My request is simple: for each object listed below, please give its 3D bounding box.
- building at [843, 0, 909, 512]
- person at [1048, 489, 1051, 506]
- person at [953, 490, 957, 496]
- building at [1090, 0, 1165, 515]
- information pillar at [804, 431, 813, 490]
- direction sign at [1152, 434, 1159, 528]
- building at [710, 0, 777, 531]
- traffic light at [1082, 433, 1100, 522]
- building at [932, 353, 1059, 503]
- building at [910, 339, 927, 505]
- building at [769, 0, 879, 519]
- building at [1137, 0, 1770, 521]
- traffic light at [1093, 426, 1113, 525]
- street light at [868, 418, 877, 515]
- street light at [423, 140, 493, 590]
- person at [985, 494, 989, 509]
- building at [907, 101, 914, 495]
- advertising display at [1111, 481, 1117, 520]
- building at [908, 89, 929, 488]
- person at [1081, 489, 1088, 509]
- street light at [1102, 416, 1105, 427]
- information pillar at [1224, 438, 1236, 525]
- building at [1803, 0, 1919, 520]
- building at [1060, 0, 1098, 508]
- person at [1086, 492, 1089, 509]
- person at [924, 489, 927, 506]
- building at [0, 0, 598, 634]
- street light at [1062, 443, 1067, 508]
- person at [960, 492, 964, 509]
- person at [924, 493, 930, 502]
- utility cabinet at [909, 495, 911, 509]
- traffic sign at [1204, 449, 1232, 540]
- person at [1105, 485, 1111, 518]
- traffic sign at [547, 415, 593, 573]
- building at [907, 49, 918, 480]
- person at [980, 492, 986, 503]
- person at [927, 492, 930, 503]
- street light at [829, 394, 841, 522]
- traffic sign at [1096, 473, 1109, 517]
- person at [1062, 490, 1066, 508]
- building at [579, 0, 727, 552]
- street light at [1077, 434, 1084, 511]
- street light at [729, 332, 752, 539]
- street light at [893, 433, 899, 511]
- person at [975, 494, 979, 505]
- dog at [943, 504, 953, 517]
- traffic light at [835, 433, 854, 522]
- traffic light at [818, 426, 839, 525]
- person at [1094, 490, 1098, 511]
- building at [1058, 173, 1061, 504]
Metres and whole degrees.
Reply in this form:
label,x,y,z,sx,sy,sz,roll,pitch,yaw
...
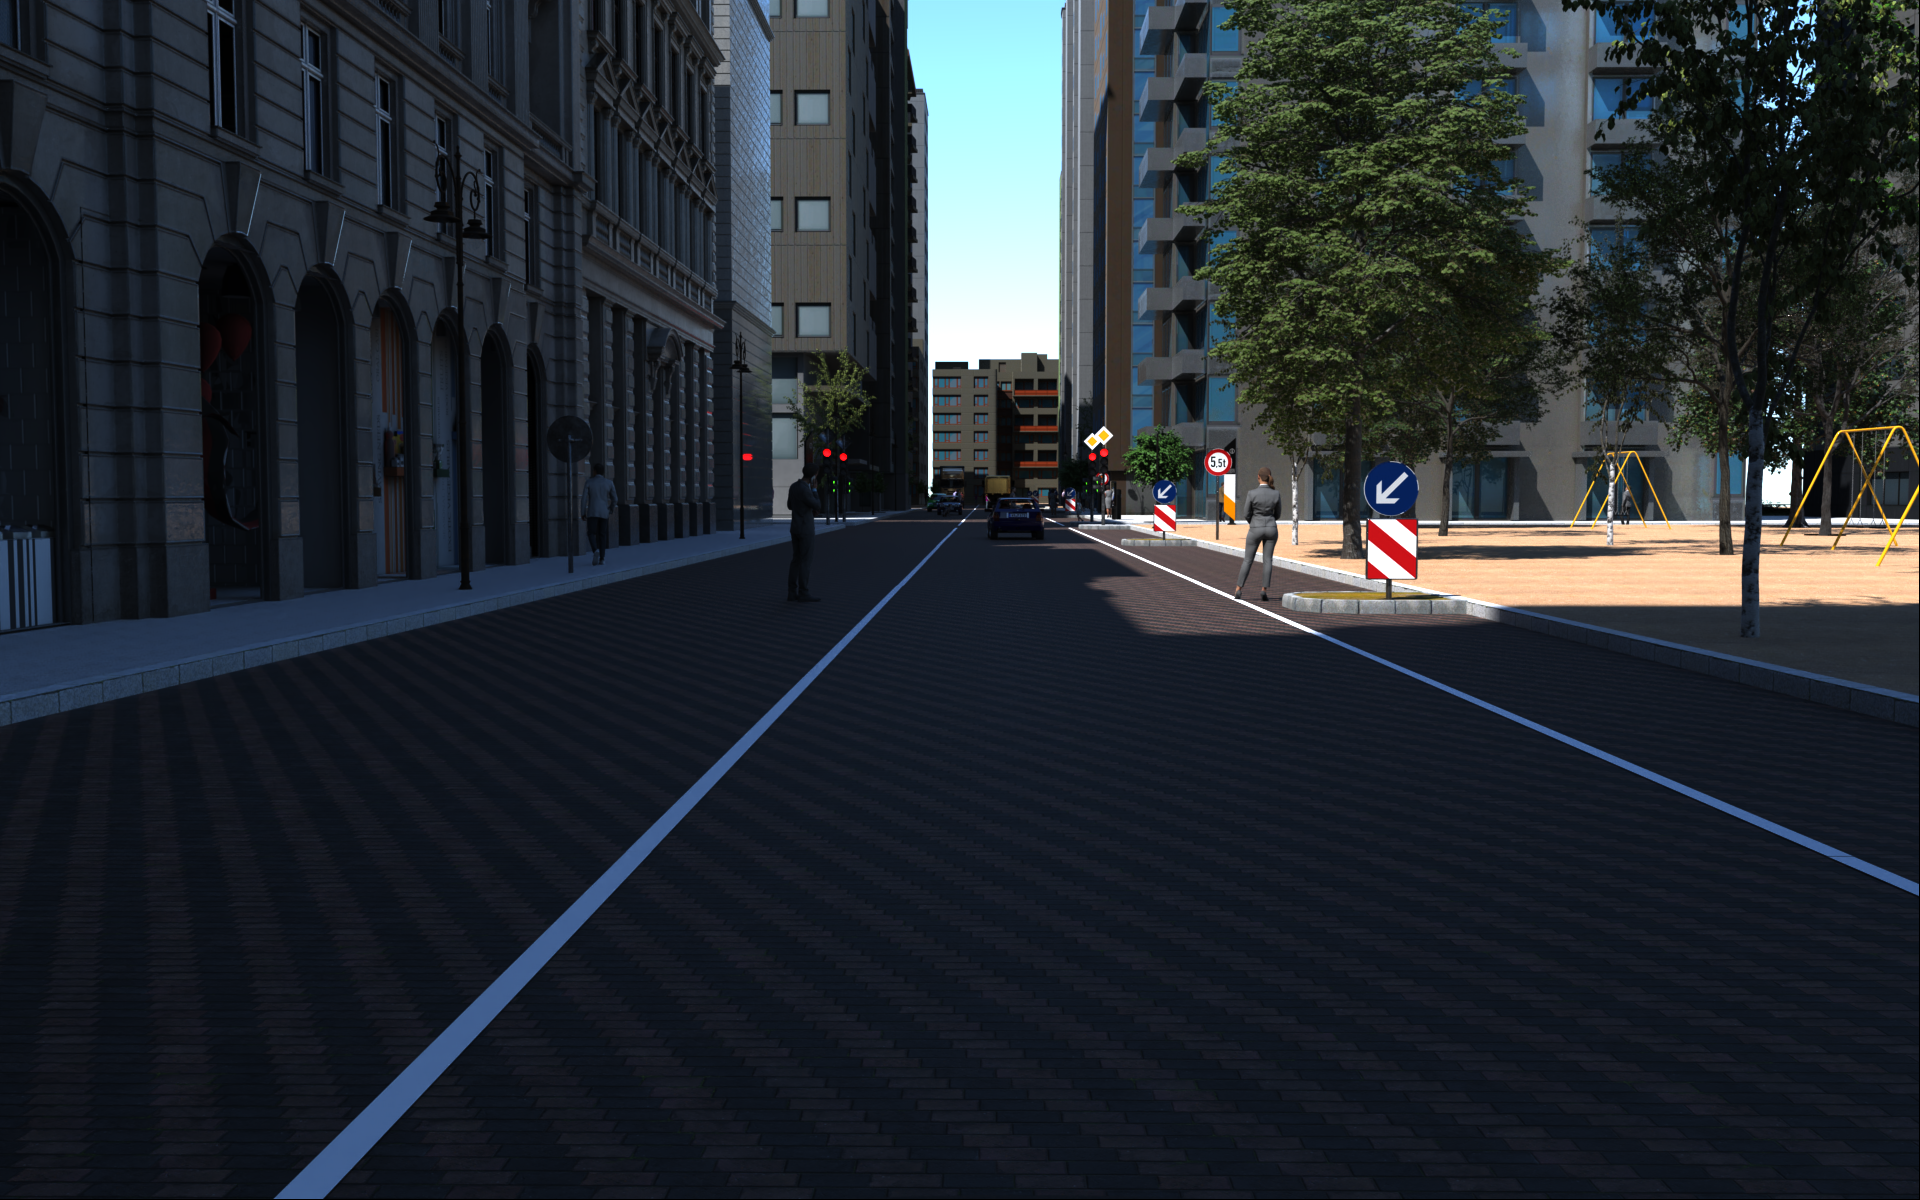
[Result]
label,x,y,z,sx,sy,sz,roll,pitch,yaw
building,-11.235,-27.331,130.453,14.154,41.232,14.086,0,4,1
person,9.611,-10.948,185.144,0.705,1.812,1.348,0,4,-6
person,-0.311,-9.402,162.092,0.709,1.838,0.599,2,4,32
building,15.874,-28.170,110.687,14.600,45.320,14.200,0,4,1
information pillar,-5.581,-4.445,64.028,0.183,3.616,0.504,2,4,27
direction sign,7.427,-4.477,65.190,0.379,3.537,0.876,1,4,10
building,-22.499,-17.592,65.115,29.804,29.767,11.434,0,4,1
traffic light,6.043,-5.540,79.494,0.839,4.253,0.868,0,4,1
building,10.850,-24.971,253.319,28.899,21.520,27.650,0,4,1
building,-19.032,-22.750,216.993,28.899,21.520,27.650,0,4,1
building,-19.014,-31.331,101.494,28.713,52.752,27.495,0,4,1
building,24.712,-28.827,90.930,30.456,49.044,23.786,0,4,1
traffic light,5.907,-5.051,71.510,0.839,4.253,0.868,0,4,1
street light,-5.322,-8.129,105.698,0.468,5.910,1.993,0,4,1
street light,-6.656,-3.079,23.134,0.468,5.910,1.993,0,4,1
person,2.599,-9.275,163.374,0.599,1.433,0.991,-1,4,-17
building,-12.446,-33.066,190.743,14.600,45.320,14.200,0,4,1
advertising display,7.716,-4.999,86.943,0.123,1.923,0.974,0,4,-4
building,-18.707,-43.262,249.334,28.212,58.520,21.231,0,4,1
person,10.400,-8.439,144.512,0.782,1.767,0.515,-3,5,-45
street light,8.464,-7.920,102.273,0.468,5.910,1.993,0,4,1
information pillar,11.262,-4.943,72.172,0.504,3.616,0.183,1,4,18
building,58.188,-39.655,86.607,20.611,71.187,20.563,0,4,1
building,22.126,-40.182,198.971,21.231,58.520,28.212,0,4,1
person,11.230,-8.866,151.351,0.716,1.782,0.532,-1,4,-11
person,-3.869,-11.520,194.413,0.705,1.821,1.348,0,4,0
building,-13.942,-11.170,24.430,13.314,21.916,24.055,0,4,1
street light,9.358,-11.098,154.243,0.468,5.910,1.993,0,4,1
person,0.115,-9.623,167.313,0.593,1.643,0.415,-3,5,-40
person,-3.773,-11.523,197.680,0.697,1.427,0.421,-1,4,-18
utility cabinet,-4.321,-8.185,144.983,0.306,1.237,1.020,-1,4,-14
traffic sign,7.223,-2.961,48.525,0.768,2.556,0.104,0,4,6
person,8.108,-5.374,94.270,0.716,1.782,0.532,-1,4,-23
traffic sign,-6.328,-1.711,28.085,0.768,2.556,0.104,0,4,5
building,-15.480,-31.453,168.884,22.147,44.769,28.867,0,4,1
person,3.145,-13.275,226.074,1.217,1.766,0.721,-1,4,-8
person,-4.383,-13.819,232.000,0.705,1.821,1.348,-3,4,-39
street light,-5.717,-6.553,79.922,0.468,5.910,1.993,0,4,1
traffic sign,8.089,-6.017,98.479,0.768,2.556,0.104,1,4,9
person,9.916,-9.621,164.289,0.436,1.711,0.756,0,4,-7
building,-12.877,-13.310,46.497,11.050,23.489,19.941,0,4,1
street light,8.944,-9.496,128.048,0.468,5.910,1.993,0,4,1
street light,-6.249,-4.693,49.510,0.468,5.910,1.993,0,4,1
street light,-4.889,-9.706,131.473,0.468,5.910,1.993,0,4,1
person,1.996,-12.579,217.393,0.991,1.433,0.599,-1,4,-16
dog,-0.885,-5.647,109.164,0.513,0.831,0.800,-3,4,-37
traffic light,-5.317,-5.550,79.671,0.839,4.253,0.868,0,4,1
traffic light,-5.453,-5.062,71.687,0.839,4.253,0.868,0,4,1
person,10.235,-7.535,129.594,0.721,1.781,0.623,-2,4,-30
building,19.575,-32.893,221.400,14.154,41.232,14.086,0,4,1
